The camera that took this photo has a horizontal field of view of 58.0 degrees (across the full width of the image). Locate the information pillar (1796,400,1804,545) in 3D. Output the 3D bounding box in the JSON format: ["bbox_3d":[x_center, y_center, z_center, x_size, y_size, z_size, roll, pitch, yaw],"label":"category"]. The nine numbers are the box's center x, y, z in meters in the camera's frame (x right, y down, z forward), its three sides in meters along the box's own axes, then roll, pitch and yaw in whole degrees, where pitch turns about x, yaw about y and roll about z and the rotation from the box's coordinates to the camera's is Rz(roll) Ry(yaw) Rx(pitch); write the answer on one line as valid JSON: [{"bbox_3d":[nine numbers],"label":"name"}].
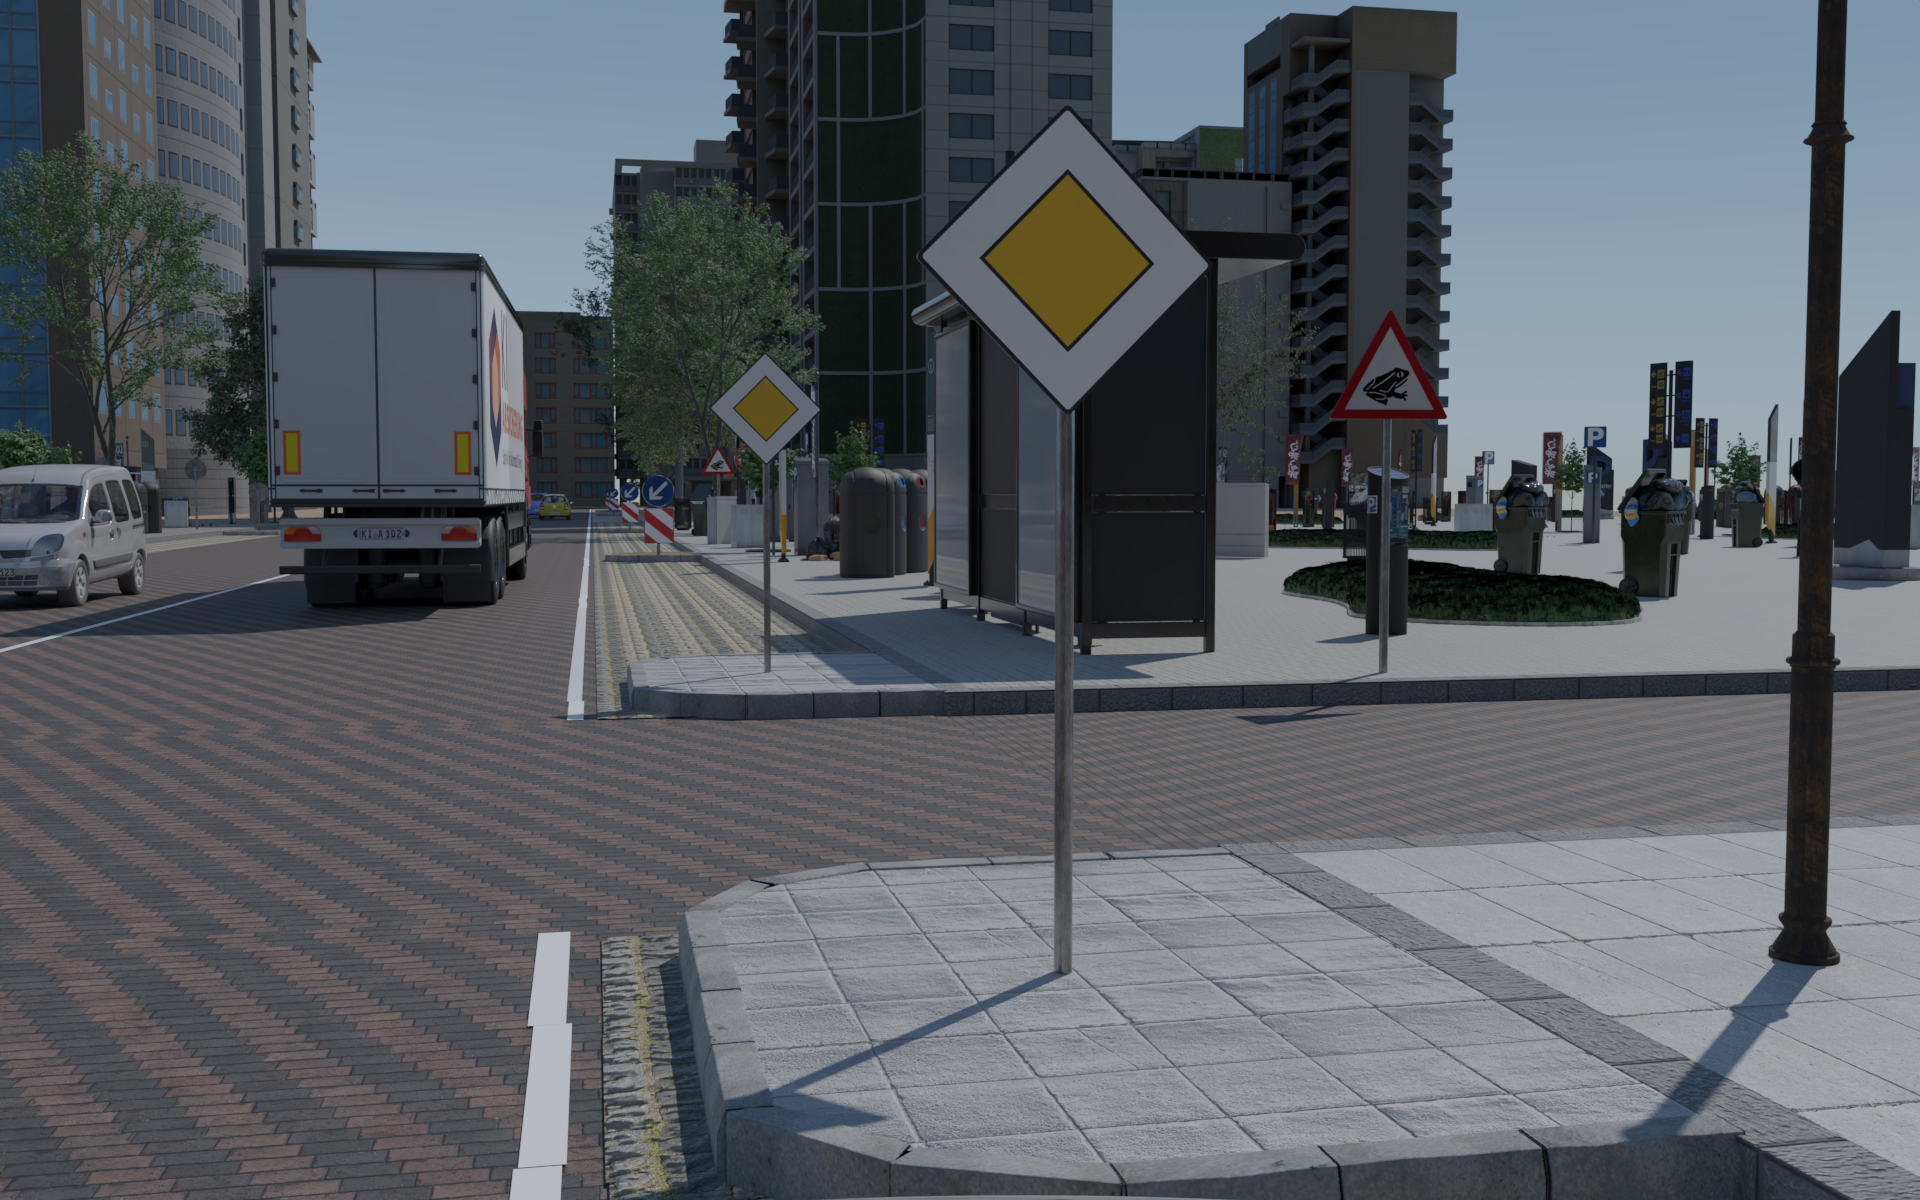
[{"bbox_3d":[21.053,-3.154,42.915,0.183,3.616,0.504,-1,4,-21],"label":"information pillar"}]

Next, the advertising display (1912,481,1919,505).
[{"bbox_3d":[46.388,-4.788,83.490,0.974,1.923,0.123,0,4,-6],"label":"advertising display"}]

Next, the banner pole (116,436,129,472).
[{"bbox_3d":[-35.966,-5.161,74.393,0.401,3.779,0.863,3,5,45],"label":"banner pole"}]

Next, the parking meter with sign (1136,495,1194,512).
[{"bbox_3d":[3.824,-2.330,34.356,1.738,3.016,0.543,1,4,9],"label":"parking meter with sign"}]

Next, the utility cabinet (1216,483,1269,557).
[{"bbox_3d":[5.597,-1.599,34.823,1.173,1.500,0.318,2,4,26],"label":"utility cabinet"}]

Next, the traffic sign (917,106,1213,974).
[{"bbox_3d":[0.274,-0.058,4.585,0.795,2.450,0.064,-1,4,-12],"label":"traffic sign"}]

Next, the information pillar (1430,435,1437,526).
[{"bbox_3d":[18.902,-4.754,69.082,0.183,3.616,0.504,2,4,29],"label":"information pillar"}]

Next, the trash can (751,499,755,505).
[{"bbox_3d":[-6.221,-2.606,54.260,0.748,1.137,0.748,0,3,0],"label":"trash can"}]

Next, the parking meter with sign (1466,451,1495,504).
[{"bbox_3d":[21.071,-4.562,70.846,0.543,3.016,1.738,-1,4,-20],"label":"parking meter with sign"}]

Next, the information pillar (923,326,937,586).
[{"bbox_3d":[-0.333,-2.000,24.061,0.183,3.616,0.504,-1,4,-23],"label":"information pillar"}]

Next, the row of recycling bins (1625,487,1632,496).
[{"bbox_3d":[37.176,-5.385,95.160,1.069,1.692,3.534,2,4,27],"label":"row of recycling bins"}]

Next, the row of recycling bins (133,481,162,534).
[{"bbox_3d":[-26.741,-2.946,55.276,1.069,1.692,3.534,1,4,10],"label":"row of recycling bins"}]

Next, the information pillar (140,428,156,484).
[{"bbox_3d":[-28.970,-4.308,61.790,0.183,3.616,0.504,3,4,38],"label":"information pillar"}]

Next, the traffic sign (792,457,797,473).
[{"bbox_3d":[-4.125,-2.362,40.746,0.606,2.300,0.079,0,4,-6],"label":"traffic sign"}]

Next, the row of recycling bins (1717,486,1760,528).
[{"bbox_3d":[29.920,-3.646,66.724,1.069,1.692,3.534,1,4,16],"label":"row of recycling bins"}]

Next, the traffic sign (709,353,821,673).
[{"bbox_3d":[-1.387,-0.535,12.396,0.795,2.450,0.064,-1,4,-12],"label":"traffic sign"}]

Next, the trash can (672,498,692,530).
[{"bbox_3d":[-9.786,-3.029,61.177,0.748,1.137,0.748,0,3,0],"label":"trash can"}]

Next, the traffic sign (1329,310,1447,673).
[{"bbox_3d":[3.041,-0.756,12.372,0.884,2.594,0.081,-1,4,-10],"label":"traffic sign"}]

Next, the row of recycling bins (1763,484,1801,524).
[{"bbox_3d":[35.193,-4.088,73.958,3.534,1.692,1.069,2,4,28],"label":"row of recycling bins"}]

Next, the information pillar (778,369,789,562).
[{"bbox_3d":[-3.351,-2.529,32.698,0.183,3.616,0.504,-1,4,-12],"label":"information pillar"}]

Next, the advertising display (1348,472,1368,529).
[{"bbox_3d":[11.777,-2.781,50.682,0.123,1.923,0.974,-3,5,-40],"label":"advertising display"}]

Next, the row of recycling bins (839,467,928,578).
[{"bbox_3d":[-1.095,-1.274,27.950,1.069,1.692,3.534,1,4,16],"label":"row of recycling bins"}]

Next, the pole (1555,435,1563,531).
[{"bbox_3d":[20.534,-4.007,59.352,0.158,3.312,0.155,0,3,0],"label":"pole"}]

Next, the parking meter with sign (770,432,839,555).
[{"bbox_3d":[-3.116,-2.457,36.439,1.738,3.016,0.543,-1,4,-17],"label":"parking meter with sign"}]

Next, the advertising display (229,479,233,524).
[{"bbox_3d":[-30.919,-4.173,73.444,0.123,1.923,0.974,-1,4,-23],"label":"advertising display"}]

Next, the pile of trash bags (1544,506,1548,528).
[{"bbox_3d":[21.517,-3.447,66.108,1.912,1.369,3.447,2,4,25],"label":"pile of trash bags"}]

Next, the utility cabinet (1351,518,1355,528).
[{"bbox_3d":[13.013,-2.721,55.647,0.306,1.237,1.020,-3,4,-38],"label":"utility cabinet"}]

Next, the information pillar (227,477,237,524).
[{"bbox_3d":[-31.335,-4.284,74.533,0.304,2.012,0.304,-1,4,-16],"label":"information pillar"}]

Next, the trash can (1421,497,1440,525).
[{"bbox_3d":[19.851,-3.758,73.099,0.748,1.137,0.748,0,3,0],"label":"trash can"}]

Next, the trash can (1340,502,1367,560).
[{"bbox_3d":[7.611,-1.307,33.020,0.748,1.137,0.748,0,3,0],"label":"trash can"}]

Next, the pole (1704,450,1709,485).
[{"bbox_3d":[34.312,-5.247,79.634,0.158,3.312,0.155,0,3,0],"label":"pole"}]

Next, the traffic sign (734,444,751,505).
[{"bbox_3d":[-5.319,-2.672,43.795,0.768,2.556,0.104,-1,4,-8],"label":"traffic sign"}]

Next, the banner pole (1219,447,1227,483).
[{"bbox_3d":[12.162,-5.569,81.075,0.863,3.779,0.401,3,4,39],"label":"banner pole"}]

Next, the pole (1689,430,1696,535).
[{"bbox_3d":[23.195,-3.731,54.843,0.158,3.312,0.155,0,3,0],"label":"pole"}]

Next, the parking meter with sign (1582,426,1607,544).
[{"bbox_3d":[16.594,-3.005,45.396,0.543,3.016,1.738,1,4,18],"label":"parking meter with sign"}]

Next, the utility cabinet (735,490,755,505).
[{"bbox_3d":[-10.502,-4.676,85.128,1.173,1.500,0.318,2,4,32],"label":"utility cabinet"}]

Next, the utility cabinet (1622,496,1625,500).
[{"bbox_3d":[28.633,-3.878,74.559,0.306,1.237,1.020,1,4,20],"label":"utility cabinet"}]

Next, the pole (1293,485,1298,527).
[{"bbox_3d":[12.991,-4.471,66.949,0.158,3.312,0.155,0,3,0],"label":"pole"}]

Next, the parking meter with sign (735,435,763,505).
[{"bbox_3d":[-5.146,-3.078,46.583,1.738,3.016,0.543,-1,4,-11],"label":"parking meter with sign"}]

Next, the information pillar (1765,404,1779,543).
[{"bbox_3d":[21.070,-3.278,44.952,0.504,3.616,0.183,-3,5,-44],"label":"information pillar"}]

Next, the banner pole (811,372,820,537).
[{"bbox_3d":[-2.959,-2.772,35.336,0.401,3.779,0.863,0,4,6],"label":"banner pole"}]

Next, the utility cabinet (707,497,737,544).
[{"bbox_3d":[-6.124,-2.041,44.539,0.306,1.237,1.020,2,4,23],"label":"utility cabinet"}]

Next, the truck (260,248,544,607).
[{"bbox_3d":[-7.785,-2.235,25.458,2.839,4.237,11.283,-1,4,-11],"label":"truck"}]
